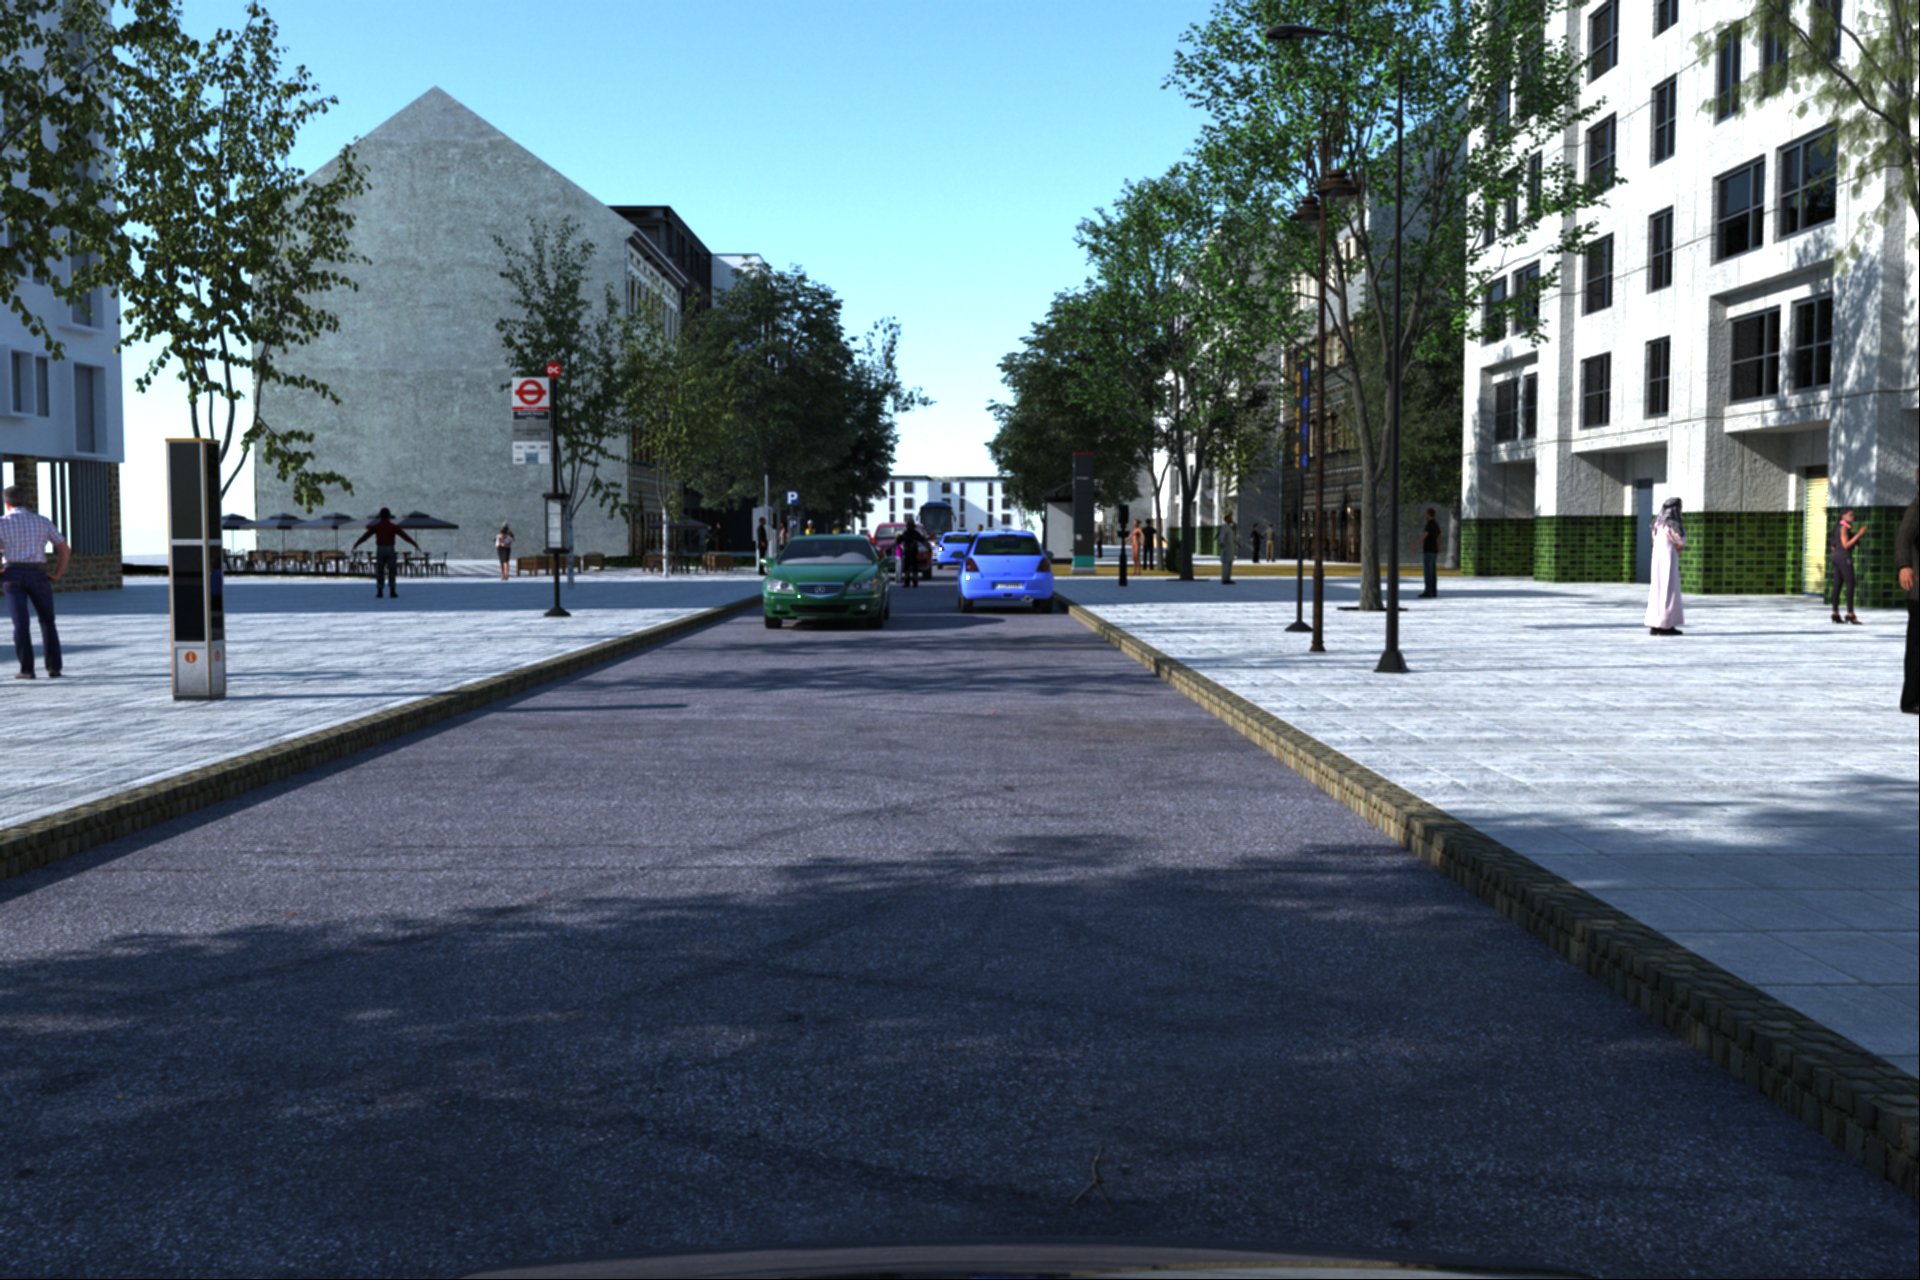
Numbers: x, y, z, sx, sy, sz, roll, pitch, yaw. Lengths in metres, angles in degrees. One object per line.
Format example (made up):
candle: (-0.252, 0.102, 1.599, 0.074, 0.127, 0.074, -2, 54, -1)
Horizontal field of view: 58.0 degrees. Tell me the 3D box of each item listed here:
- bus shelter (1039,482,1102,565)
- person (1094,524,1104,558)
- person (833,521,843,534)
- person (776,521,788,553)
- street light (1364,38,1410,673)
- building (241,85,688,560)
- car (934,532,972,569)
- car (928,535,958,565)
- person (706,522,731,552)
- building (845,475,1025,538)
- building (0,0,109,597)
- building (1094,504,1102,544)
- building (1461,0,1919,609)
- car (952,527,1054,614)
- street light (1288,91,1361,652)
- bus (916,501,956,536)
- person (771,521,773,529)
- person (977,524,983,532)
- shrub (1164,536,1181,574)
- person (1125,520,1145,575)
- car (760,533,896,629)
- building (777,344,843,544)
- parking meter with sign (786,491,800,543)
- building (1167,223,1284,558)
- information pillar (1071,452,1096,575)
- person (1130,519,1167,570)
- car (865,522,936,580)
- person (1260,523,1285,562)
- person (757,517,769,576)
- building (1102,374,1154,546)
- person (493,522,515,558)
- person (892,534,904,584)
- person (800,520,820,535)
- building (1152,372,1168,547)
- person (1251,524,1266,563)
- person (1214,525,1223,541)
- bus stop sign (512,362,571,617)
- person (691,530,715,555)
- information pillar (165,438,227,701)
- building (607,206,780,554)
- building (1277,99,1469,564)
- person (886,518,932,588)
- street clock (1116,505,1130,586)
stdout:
bus shelter: (4.415, -4.665, 70.198, 2.014, 3.302, 5.546, 0, 4, -2)
person: (7.362, -5.232, 91.665, 0.705, 1.813, 1.348, 2, 4, 24)
person: (-5.060, -3.974, 70.945, 0.705, 1.833, 1.349, -2, 4, -32)
person: (-7.603, -4.175, 74.410, 0.704, 1.843, 1.345, -2, 4, -28)
street light: (4.561, -2.654, 15.937, 1.470, 5.913, 1.316, 0, 3, 0)
building: (-25.815, -16.119, 94.467, 19.493, 23.208, 18.063, 0, 4, -1)
car: (-0.096, -3.792, 71.582, 1.945, 1.707, 3.694, 0, 4, 0)
car: (-1.022, -4.224, 81.429, 2.083, 1.381, 4.827, 0, 4, 0)
person: (-10.296, -4.162, 74.193, 0.704, 1.812, 1.346, 3, 5, 44)
building: (-4.665, -18.527, 247.526, 28.070, 9.664, 9.099, 0, 4, -1)
building: (-24.392, -10.435, 27.030, 16.016, 20.090, 11.380, 0, 4, -1)
building: (22.596, -22.701, 227.573, 16.016, 20.090, 11.380, 0, 4, 0)
building: (24.035, -10.473, 37.696, 16.747, 18.905, 31.486, 0, 4, 0)
car: (0.817, -1.404, 32.551, 1.945, 1.707, 3.694, 0, 4, -1)
street light: (3.901, -2.809, 18.718, 0.468, 5.910, 1.993, 0, 3, 0)
bus: (-1.732, -8.651, 132.998, 2.896, 3.916, 12.251, 0, 4, 0)
person: (-7.793, -3.986, 71.034, 0.705, 1.847, 1.347, 0, 4, 6)
person: (0.784, -3.674, 68.669, 0.704, 1.812, 1.346, -1, 4, -17)
shrub: (7.017, -2.738, 55.878, 1.383, 1.207, 1.383, 0, 3, 0)
person: (5.444, -2.890, 54.054, 0.721, 1.733, 1.217, -2, 4, -25)
car: (-2.076, -0.976, 27.761, 2.131, 1.459, 4.920, 0, 4, -1)
building: (-28.704, -21.952, 202.890, 27.936, 21.610, 32.646, 0, 4, 0)
parking meter with sign: (-6.804, -4.580, 71.136, 0.543, 3.016, 1.738, 0, 4, -1)
building: (23.115, -14.723, 107.183, 16.747, 18.905, 31.486, 0, 3, 0)
information pillar: (3.928, -4.015, 55.026, 0.750, 3.857, 0.750, 0, 4, 0)
person: (6.737, -3.425, 61.929, 1.347, 1.837, 0.705, 1, 4, 10)
car: (-1.908, -2.871, 55.616, 2.281, 1.827, 5.304, 0, 4, -1)
person: (14.325, -4.497, 79.791, 1.348, 1.796, 0.705, 2, 4, 30)
person: (-6.092, -2.899, 53.617, 0.704, 1.802, 1.346, 0, 4, -2)
building: (26.017, -22.240, 194.558, 19.493, 23.208, 18.063, 0, 4, 0)
person: (-22.189, -4.815, 84.487, 0.705, 1.858, 1.354, 2, 4, 30)
person: (-1.696, -2.342, 50.015, 0.599, 1.433, 0.991, -2, 4, -33)
person: (-5.284, -3.351, 61.250, 1.216, 1.772, 0.721, 0, 4, -2)
building: (25.533, -19.946, 182.533, 16.016, 20.090, 11.380, 0, 4, -1)
person: (13.036, -4.223, 75.767, 0.721, 1.740, 1.216, 3, 5, 39)
person: (13.550, -5.042, 88.621, 1.347, 1.806, 0.705, 3, 4, 38)
bus stop sign: (-6.515, -2.339, 26.952, 0.855, 3.939, 0.416, 0, 4, -1)
person: (-13.514, -5.188, 91.009, 1.347, 1.806, 0.705, 1, 4, 12)
information pillar: (-5.910, -0.545, 13.405, 0.304, 2.012, 0.304, 0, 4, -1)
building: (-28.573, -17.149, 124.361, 27.936, 21.610, 32.646, 0, 3, 0)
building: (26.175, -15.325, 81.488, 19.493, 23.208, 18.063, 0, 4, -1)
person: (-1.329, -2.338, 46.460, 1.354, 1.856, 0.705, 1, 4, 23)
street clock: (4.017, -2.327, 42.617, 0.358, 2.002, 0.471, 0, 3, 0)
